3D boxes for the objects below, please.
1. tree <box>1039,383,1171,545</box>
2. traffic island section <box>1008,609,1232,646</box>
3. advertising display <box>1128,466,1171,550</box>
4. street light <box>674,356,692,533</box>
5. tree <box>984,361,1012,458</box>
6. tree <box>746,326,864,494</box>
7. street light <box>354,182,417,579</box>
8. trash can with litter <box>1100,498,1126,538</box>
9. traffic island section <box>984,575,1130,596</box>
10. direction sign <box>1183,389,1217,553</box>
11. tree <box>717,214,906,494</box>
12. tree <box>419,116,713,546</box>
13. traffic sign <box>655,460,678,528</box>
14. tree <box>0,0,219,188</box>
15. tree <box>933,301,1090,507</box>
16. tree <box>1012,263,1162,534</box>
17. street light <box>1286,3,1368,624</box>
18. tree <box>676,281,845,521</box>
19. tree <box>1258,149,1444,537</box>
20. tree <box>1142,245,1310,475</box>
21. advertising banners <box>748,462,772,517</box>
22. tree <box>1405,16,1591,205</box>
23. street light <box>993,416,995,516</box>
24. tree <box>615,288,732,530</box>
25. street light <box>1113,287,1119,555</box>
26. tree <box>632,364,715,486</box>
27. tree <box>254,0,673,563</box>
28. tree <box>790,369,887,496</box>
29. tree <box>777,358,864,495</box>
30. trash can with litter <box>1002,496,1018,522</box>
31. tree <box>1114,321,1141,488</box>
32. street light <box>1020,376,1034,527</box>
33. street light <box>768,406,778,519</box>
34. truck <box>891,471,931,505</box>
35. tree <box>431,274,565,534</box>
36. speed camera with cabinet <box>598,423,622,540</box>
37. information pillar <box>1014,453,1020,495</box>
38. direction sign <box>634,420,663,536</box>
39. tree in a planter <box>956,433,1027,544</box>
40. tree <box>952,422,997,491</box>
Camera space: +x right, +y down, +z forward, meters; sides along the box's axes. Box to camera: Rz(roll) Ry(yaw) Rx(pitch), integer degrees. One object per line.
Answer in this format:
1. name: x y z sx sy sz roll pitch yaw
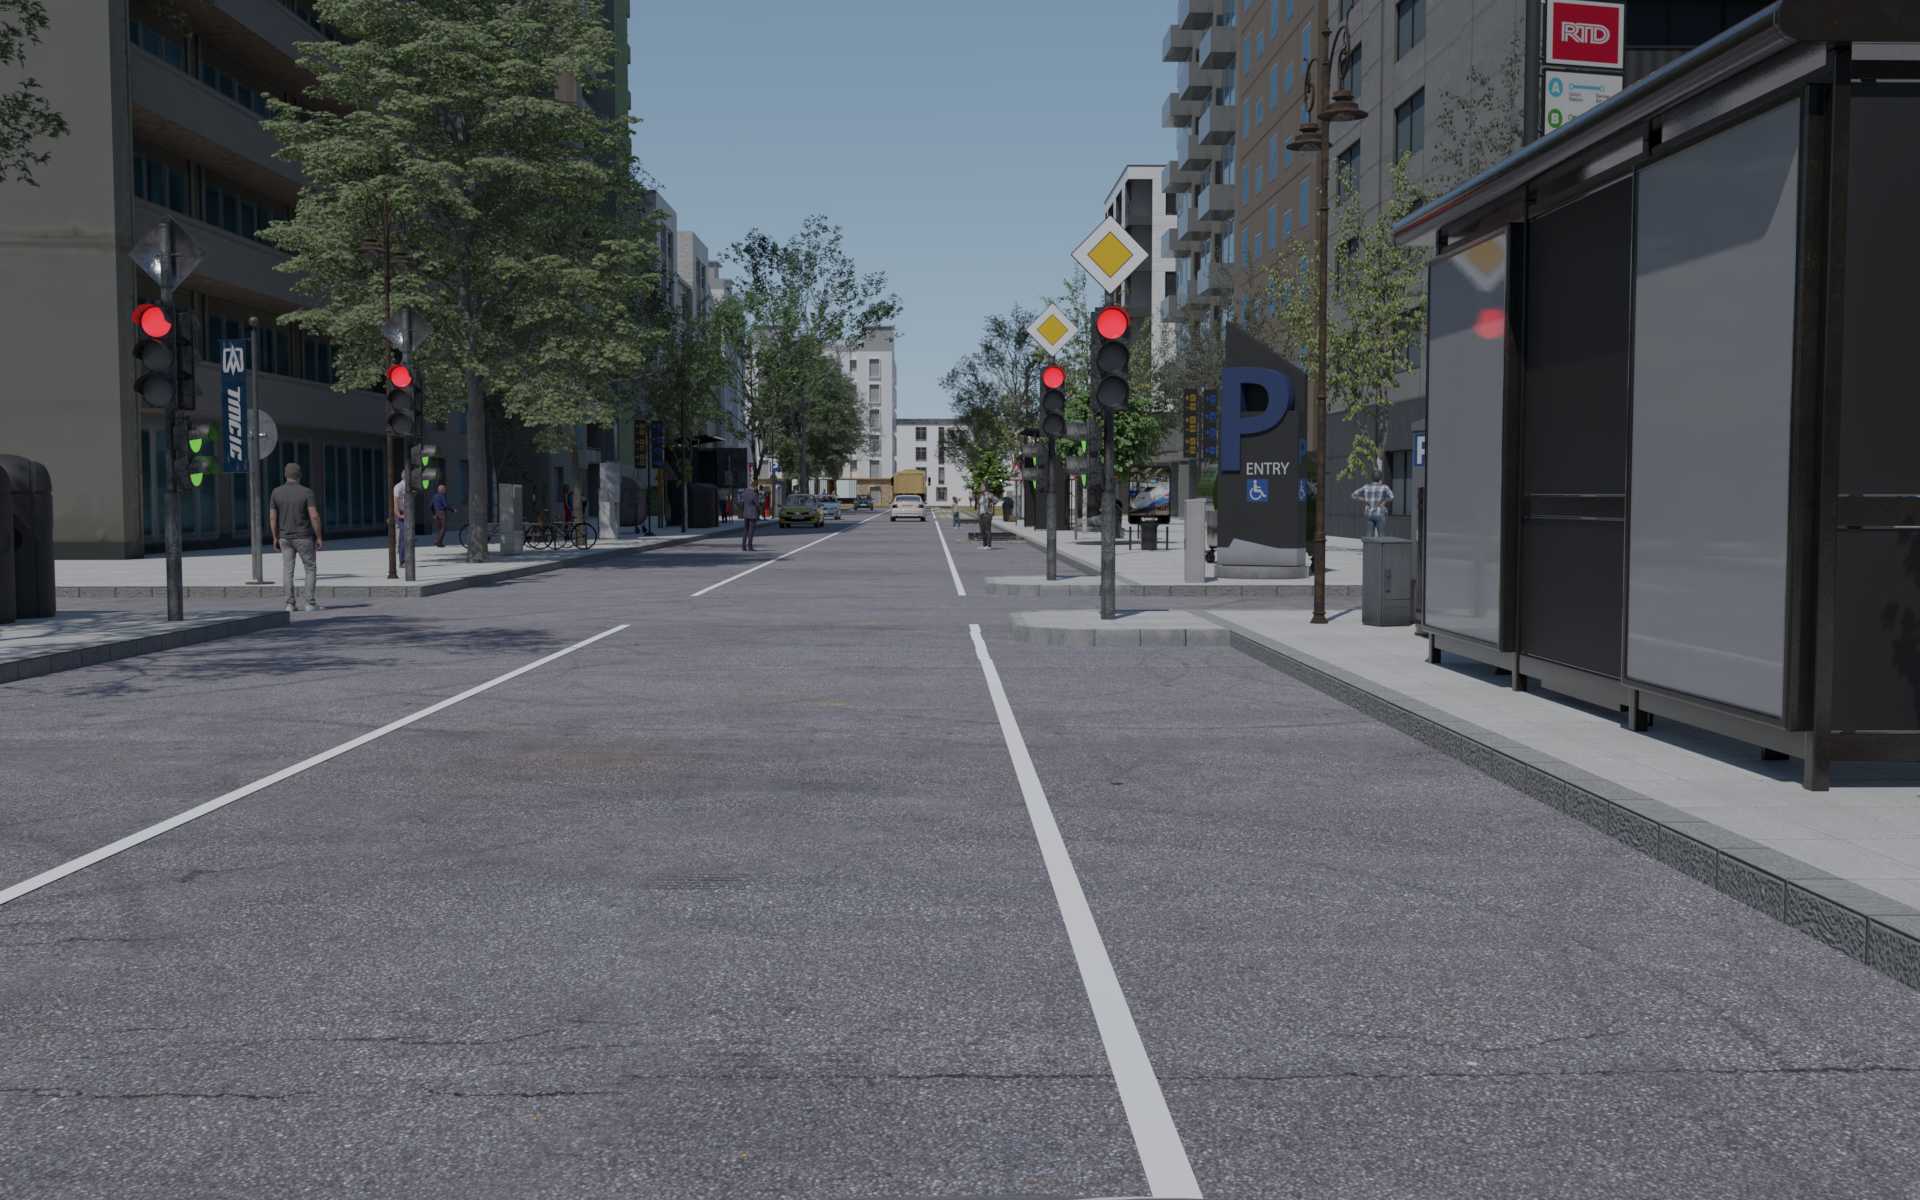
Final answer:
1. tree: 3.746 -3.683 43.934 4.285 4.588 4.351 0 3 0
2. traffic island section: 1.535 0.278 17.728 2.009 0.180 2.903 0 4 -1
3. advertising display: 4.312 -2.096 39.485 0.974 1.923 0.123 0 4 -3
4. street light: -9.217 -5.183 57.522 0.468 5.910 1.993 0 4 -1
5. tree: 3.118 -8.719 92.922 4.737 8.622 4.395 0 3 0
6. tree: -11.538 -13.693 130.541 9.857 13.997 8.962 0 3 0
7. street light: -8.593 -3.258 26.064 0.468 5.910 1.993 0 4 -1
8. trash can with litter: 4.436 -2.365 50.053 0.624 1.170 1.055 1 4 15
9. traffic island section: 1.380 -0.210 25.712 2.009 0.180 2.903 0 4 -1
10. direction sign: 5.192 -2.783 37.503 0.876 3.537 0.379 -2 4 -30
11. tree: -9.268 -15.869 115.353 12.611 20.169 13.585 0 3 0
12. tree: -9.753 -6.621 42.673 7.601 10.594 8.767 -1 4 -17
13. traffic sign: -11.134 -4.016 65.662 0.884 2.594 0.081 0 4 3
14. tree: -9.175 -4.731 11.769 8.767 10.594 7.601 -1 4 -12
15. tree: 3.351 -9.101 83.208 8.767 10.594 7.601 -1 4 -13
16. tree: 4.267 -6.441 55.679 4.737 8.622 4.395 0 3 0
17. street light: 3.563 -2.704 17.006 0.468 5.910 1.993 0 4 -1
18. tree: -9.697 -9.635 83.283 9.928 11.665 9.643 0 3 0
19. tree: 8.638 -5.274 36.597 4.737 8.622 4.395 0 3 0
20. tree: 8.306 -6.118 50.388 4.360 8.622 3.978 0 3 0
21. advertising banners: -10.743 -6.108 96.059 2.074 3.025 0.090 -1 4 -19
22. tree: 9.207 -4.732 27.727 4.360 8.622 3.978 0 3 0
23. street light: 1.959 -7.806 100.418 0.468 5.910 1.993 0 4 -1
24. tree: -9.964 -6.779 61.195 4.737 8.622 4.395 0 3 0
25. street light: 3.181 -3.873 36.114 0.468 5.910 1.993 0 4 -1
26. tree: -14.973 -8.680 92.285 4.360 8.622 3.978 0 3 0
27. tree: -9.437 -6.975 32.174 7.486 12.596 7.792 0 3 0
28. tree: -12.206 -15.884 170.068 12.009 13.543 11.850 0 3 0
29. tree: -11.370 -13.709 142.273 7.486 12.596 7.792 0 3 0
30. trash can with litter: 2.344 -4.167 79.525 0.624 1.170 1.055 -2 4 -24
31. tree: 7.837 -7.366 70.801 4.360 8.622 3.978 0 3 0
32. street light: 2.605 -5.812 67.808 0.468 5.910 1.993 0 4 -1
33. street light: -9.718 -7.157 89.806 0.468 5.910 1.993 0 4 -1
34. truck: -4.193 -9.192 146.217 3.469 3.379 9.791 0 4 -1
35. tree: -13.850 -6.230 52.221 4.360 8.622 3.978 0 3 0
36. speed camera with cabinet: -9.957 -3.349 49.088 0.660 3.252 2.038 -1 4 -13
37. information pillar: 3.302 -6.602 99.294 0.504 3.616 0.183 2 4 23
38. direction sign: -9.530 -3.736 53.074 0.876 3.537 0.379 -2 4 -24
39. tree in a planter: 0.891 -3.245 50.276 1.991 3.239 1.994 0 4 -1
40. tree: 1.712 -12.247 150.598 4.360 8.622 3.978 0 3 0
